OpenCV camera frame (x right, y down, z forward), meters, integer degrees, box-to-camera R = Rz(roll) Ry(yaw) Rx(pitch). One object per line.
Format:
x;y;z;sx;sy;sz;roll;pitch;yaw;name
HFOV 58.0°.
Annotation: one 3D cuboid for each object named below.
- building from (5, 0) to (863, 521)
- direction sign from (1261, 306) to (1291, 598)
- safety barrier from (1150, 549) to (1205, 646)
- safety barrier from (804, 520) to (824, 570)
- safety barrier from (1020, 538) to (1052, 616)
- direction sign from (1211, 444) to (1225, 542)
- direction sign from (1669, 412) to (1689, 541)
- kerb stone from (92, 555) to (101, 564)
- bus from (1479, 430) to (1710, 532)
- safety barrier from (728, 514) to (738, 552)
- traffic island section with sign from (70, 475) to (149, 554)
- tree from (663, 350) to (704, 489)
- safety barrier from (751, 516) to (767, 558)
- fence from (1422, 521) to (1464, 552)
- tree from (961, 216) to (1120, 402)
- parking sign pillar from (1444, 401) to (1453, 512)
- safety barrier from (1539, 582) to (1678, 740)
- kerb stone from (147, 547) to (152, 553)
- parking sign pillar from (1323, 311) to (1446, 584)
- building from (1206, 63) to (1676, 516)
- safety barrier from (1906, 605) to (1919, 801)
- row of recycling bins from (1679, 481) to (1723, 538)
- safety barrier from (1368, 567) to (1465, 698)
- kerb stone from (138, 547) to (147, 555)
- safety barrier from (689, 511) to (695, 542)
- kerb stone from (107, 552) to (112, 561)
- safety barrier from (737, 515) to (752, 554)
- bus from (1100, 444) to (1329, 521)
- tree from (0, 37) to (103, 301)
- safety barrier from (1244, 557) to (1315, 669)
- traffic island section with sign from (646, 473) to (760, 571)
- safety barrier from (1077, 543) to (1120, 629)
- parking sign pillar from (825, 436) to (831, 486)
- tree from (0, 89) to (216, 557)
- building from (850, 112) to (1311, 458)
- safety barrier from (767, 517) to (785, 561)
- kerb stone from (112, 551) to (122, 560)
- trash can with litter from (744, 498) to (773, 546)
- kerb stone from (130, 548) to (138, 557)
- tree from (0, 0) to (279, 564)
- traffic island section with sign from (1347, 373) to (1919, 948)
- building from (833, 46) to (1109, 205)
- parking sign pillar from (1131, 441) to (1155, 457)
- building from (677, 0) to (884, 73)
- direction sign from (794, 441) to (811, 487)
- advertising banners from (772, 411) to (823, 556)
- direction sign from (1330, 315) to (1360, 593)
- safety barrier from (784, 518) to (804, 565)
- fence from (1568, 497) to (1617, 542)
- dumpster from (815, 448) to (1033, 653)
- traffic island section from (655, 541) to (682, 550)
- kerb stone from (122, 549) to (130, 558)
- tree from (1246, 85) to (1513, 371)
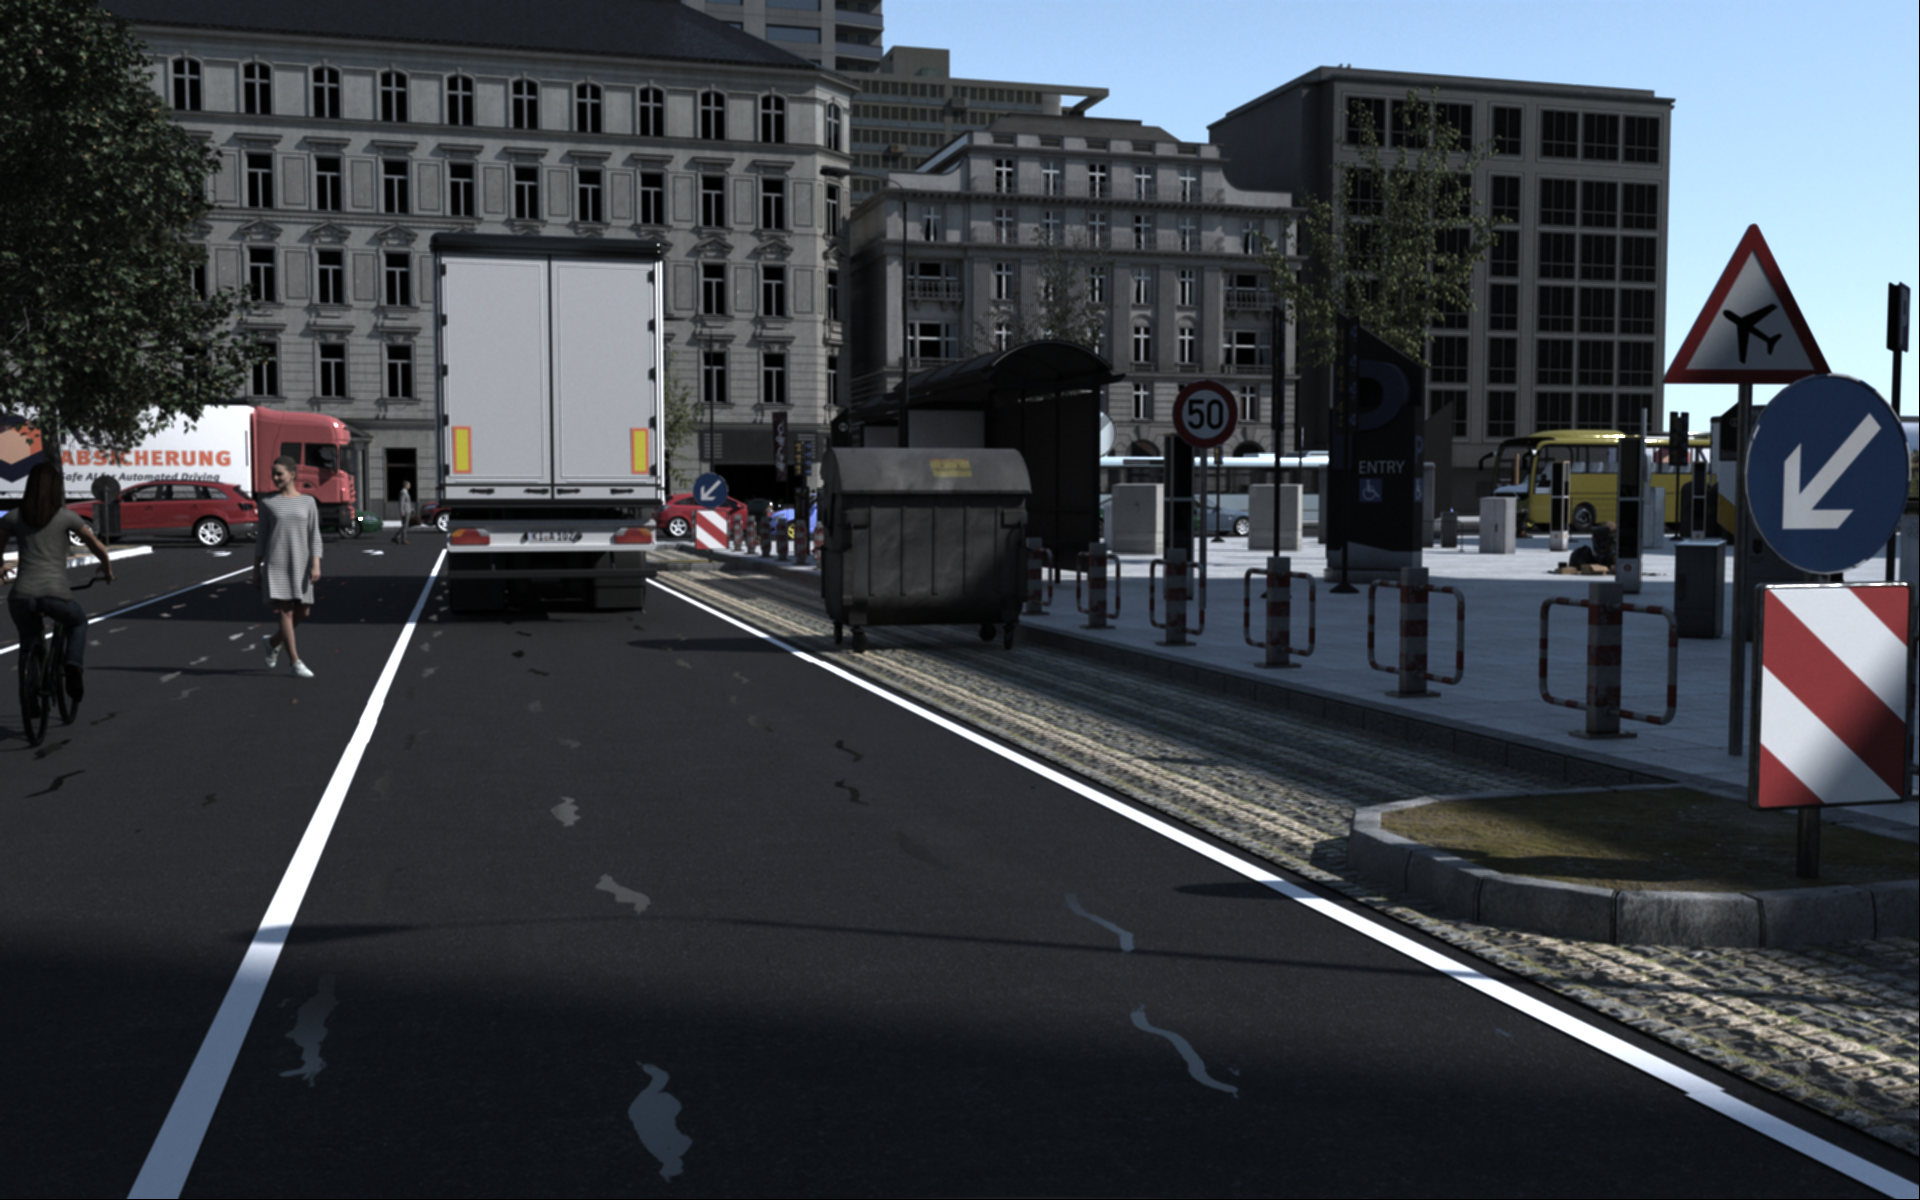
-27.886;-19.182;90.044;44.131;29.872;17.030;-1;4;-16;building
3.909;-1.793;21.315;0.379;3.537;0.876;1;4;18;direction sign
1.832;-0.024;14.675;0.300;0.817;1.120;-1;4;-16;safety barrier
-2.361;-0.931;29.492;0.300;0.817;1.120;-1;4;-16;safety barrier
0.785;-0.251;18.373;0.300;0.817;1.120;-1;4;-16;safety barrier
6.883;-3.311;46.136;0.379;3.537;0.876;1;4;22;direction sign
19.839;-3.417;47.857;0.876;3.537;0.379;-3;4;-36;direction sign
-17.994;-0.837;35.885;0.120;0.150;1.000;-1;4;-16;kerb stone
26.333;-4.647;67.525;12.252;3.916;2.896;-1;4;-17;bus
-4.973;-1.496;38.737;0.300;0.817;1.120;-1;4;-16;safety barrier
-20.826;-2.071;42.000;2.006;1.907;1.989;-1;4;-16;traffic island section with sign
-14.376;-8.113;83.018;4.737;8.622;4.395;0;3;0;tree
-3.931;-1.270;35.039;0.300;0.817;1.120;-1;4;-16;safety barrier
10.297;-1.448;39.052;2.069;0.683;0.278;1;4;20;fence
2.361;-5.862;46.201;4.360;8.622;3.978;0;3;0;tree
13.595;-3.775;50.200;1.447;3.967;1.447;-1;4;-21;parking sign pillar
3.400;0.314;9.137;0.300;0.817;1.120;-1;4;-16;safety barrier
-19.679;-1.201;41.836;0.120;0.150;1.000;-1;4;-16;kerb stone
6.054;-2.247;25.209;1.447;3.967;1.447;2;4;34;parking sign pillar
28.762;-19.009;104.297;24.014;27.812;14.314;-1;4;-16;building
3.924;0.428;7.281;0.300;0.817;1.120;-1;4;-16;safety barrier
23.016;-2.694;51.152;3.534;1.692;1.069;0;4;-5;row of recycling bins
2.877;0.201;10.981;0.300;0.817;1.120;-1;4;-16;safety barrier
-19.400;-1.141;40.850;0.120;0.150;1.000;-1;4;-16;kerb stone
-7.066;-1.948;46.133;0.300;0.817;1.120;-1;4;-16;safety barrier
-18.273;-0.898;36.881;0.120;0.150;1.000;-1;4;-16;kerb stone
-4.451;-1.383;36.888;0.300;0.817;1.120;-1;4;-16;safety barrier
9.796;-4.794;73.246;13.247;3.499;2.948;-1;4;-17;bus
-15.494;-5.227;22.325;8.767;10.594;7.601;-1;4;-16;tree
2.356;0.089;12.826;0.300;0.817;1.120;-1;4;-16;safety barrier
-4.936;-1.483;32.873;1.989;1.847;2.006;-1;4;-16;traffic island section with sign
1.314;-0.137;16.521;0.300;0.817;1.120;-1;4;-16;safety barrier
-5.540;-5.593;79.912;1.447;3.967;1.447;0;4;7;parking sign pillar
-20.474;-6.991;38.819;6.751;12.117;7.091;0;3;0;tree
5.735;-15.645;97.592;24.055;21.916;13.314;-1;4;-16;building
-3.406;-1.157;33.187;0.300;0.817;1.120;-1;4;-16;safety barrier
-18.553;-0.958;37.871;0.120;0.150;1.000;-1;4;-16;kerb stone
-5.066;-1.961;43.452;0.624;1.170;1.055;0;4;3;trash can with litter
-19.124;-1.079;39.856;0.120;0.150;1.000;-1;4;-16;kerb stone
-17.504;-6.805;30.723;9.611;12.733;9.660;0;3;0;tree
2.548;0.135;6.419;1.989;1.847;2.006;-1;4;-16;traffic island section with sign
-5.812;-28.303;154.638;32.217;40.220;23.993;-1;4;-16;building
9.220;-6.041;87.247;1.447;3.967;1.447;2;4;24;parking sign pillar
-18.997;-38.865;177.437;21.231;58.520;28.212;-1;4;-16;building
-6.679;-4.996;73.679;0.876;3.537;0.379;-3;5;-42;direction sign
-3.288;-2.444;36.151;0.090;3.025;2.074;-3;5;-43;advertising banners
5.005;-1.862;22.442;0.379;3.537;0.876;0;4;-5;direction sign
-2.885;-1.044;31.342;0.300;0.817;1.120;-1;4;-16;safety barrier
16.970;-2.101;45.553;0.480;1.192;2.264;-2;4;-34;fence
-0.352;-0.485;16.152;1.865;1.857;1.264;-1;4;-14;dumpster
-8.423;-1.405;45.245;2.009;0.180;2.903;-1;4;-16;traffic island section
-18.844;-1.019;38.862;0.120;0.150;1.000;-1;4;-16;kerb stone
7.606;-4.936;31.072;4.737;8.622;4.395;0;3;0;tree
